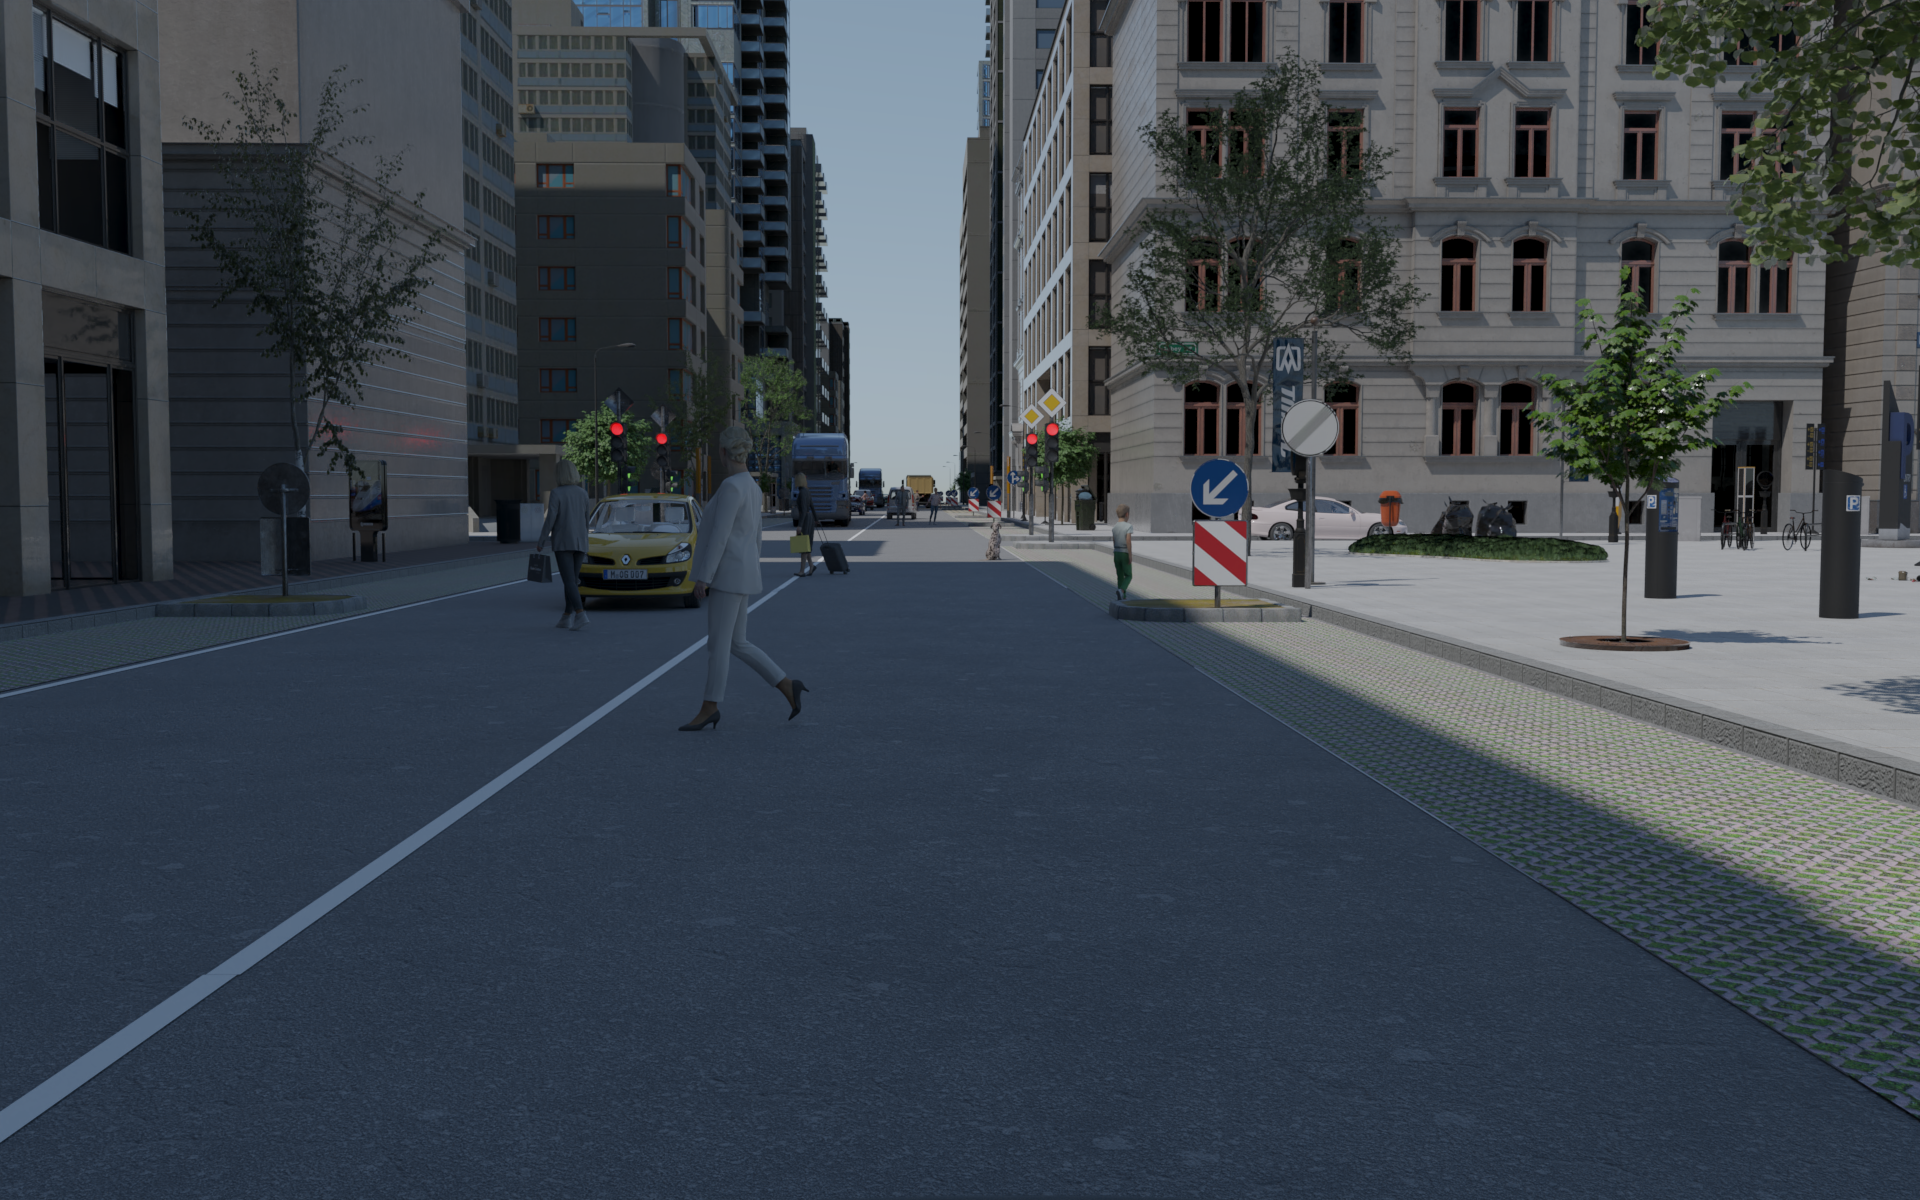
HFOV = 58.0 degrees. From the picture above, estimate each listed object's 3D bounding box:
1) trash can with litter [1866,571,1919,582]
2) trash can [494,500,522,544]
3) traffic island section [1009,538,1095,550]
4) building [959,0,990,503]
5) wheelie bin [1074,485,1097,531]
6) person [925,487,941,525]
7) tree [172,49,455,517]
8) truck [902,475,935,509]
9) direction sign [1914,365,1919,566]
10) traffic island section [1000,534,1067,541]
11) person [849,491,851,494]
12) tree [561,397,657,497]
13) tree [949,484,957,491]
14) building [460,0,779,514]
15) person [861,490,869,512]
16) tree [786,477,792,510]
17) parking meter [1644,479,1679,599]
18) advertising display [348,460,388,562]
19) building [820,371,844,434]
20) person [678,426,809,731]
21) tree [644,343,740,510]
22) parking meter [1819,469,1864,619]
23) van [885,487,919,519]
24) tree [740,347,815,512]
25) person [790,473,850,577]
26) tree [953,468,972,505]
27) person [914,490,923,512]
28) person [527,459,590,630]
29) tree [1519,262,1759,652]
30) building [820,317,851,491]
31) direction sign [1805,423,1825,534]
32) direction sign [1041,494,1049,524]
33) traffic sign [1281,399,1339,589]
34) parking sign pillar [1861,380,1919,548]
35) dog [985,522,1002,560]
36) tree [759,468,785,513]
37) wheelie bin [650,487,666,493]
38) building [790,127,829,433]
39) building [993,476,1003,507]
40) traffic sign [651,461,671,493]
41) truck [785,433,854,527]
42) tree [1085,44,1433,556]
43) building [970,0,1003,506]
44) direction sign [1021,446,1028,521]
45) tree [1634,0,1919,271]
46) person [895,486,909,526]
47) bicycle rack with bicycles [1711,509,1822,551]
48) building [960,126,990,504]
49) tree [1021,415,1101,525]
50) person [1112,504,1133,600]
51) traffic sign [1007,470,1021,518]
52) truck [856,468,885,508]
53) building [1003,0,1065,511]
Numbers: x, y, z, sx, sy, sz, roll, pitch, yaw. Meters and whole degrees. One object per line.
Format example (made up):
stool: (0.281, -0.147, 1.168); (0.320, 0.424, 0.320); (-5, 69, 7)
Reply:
trash can with litter: (14.496, -0.867, 25.231); (2.233, 1.210, 1.678); (3, 5, 43)
trash can: (-11.714, -2.035, 44.927); (0.748, 1.137, 0.748); (0, 3, 0)
traffic island section: (2.447, -1.451, 46.010); (2.009, 0.180, 2.903); (0, 4, -1)
building: (11.398, -57.325, 249.927); (22.319, 86.520, 31.000); (0, 4, -1)
wheelie bin: (4.400, -3.239, 60.870); (0.693, 1.594, 0.980); (-1, 4, -20)
person: (-1.306, -4.418, 81.411); (0.731, 1.740, 0.598); (-2, 4, -26)
tree: (-11.118, -4.851, 29.671); (4.360, 8.622, 3.978); (0, 3, 0)
truck: (-4.073, -10.852, 173.349); (3.469, 3.379, 9.791); (0, 4, -3)
direction sign: (17.209, -2.370, 30.741); (0.876, 3.537, 0.379); (-2, 4, -33)
traffic island section: (2.245, -1.940, 53.992); (2.009, 0.180, 2.903); (0, 4, -1)
person: (-12.671, -11.681, 199.452); (1.348, 1.831, 0.705); (1, 4, 21)
tree: (-11.777, -4.576, 58.527); (4.285, 4.588, 4.351); (0, 3, 0)
tree: (-0.910, -17.054, 273.426); (1.663, 3.219, 1.824); (0, 3, 0)
building: (-31.364, -27.397, 139.815); (32.217, 40.220, 23.993); (0, 4, -1)
person: (-7.709, -7.968, 139.488); (0.721, 1.736, 1.217); (2, 4, 31)
tree: (-13.613, -9.015, 142.004); (1.663, 3.219, 1.824); (0, 3, 0)
parking meter: (8.629, -0.788, 21.295); (0.372, 1.533, 0.369); (0, 3, 0)
advertising display: (-11.215, -1.689, 32.824); (0.974, 1.923, 0.123); (2, 4, 32)
building: (-31.660, -25.243, 257.764); (27.650, 21.520, 28.899); (0, 4, -1)
person: (-1.318, -0.134, 10.562); (0.818, 1.842, 0.514); (-1, 4, -13)
tree: (-12.715, -8.136, 83.390); (4.737, 8.622, 4.395); (0, 3, 0)
parking meter: (9.105, -0.580, 17.901); (0.372, 1.533, 0.369); (0, 3, 0)
van: (-3.355, -5.670, 99.715); (2.013, 2.044, 4.112); (0, 4, 0)
tree: (-14.088, -12.116, 123.852); (9.928, 11.665, 9.643); (0, 3, 0)
person: (-2.484, -1.324, 30.364); (0.699, 1.804, 1.509); (3, 5, 40)
tree: (0.730, -13.983, 212.335); (4.285, 4.588, 4.351); (0, 3, 0)
person: (-3.377, -8.143, 142.174); (0.750, 1.759, 0.617); (-1, 4, -21)
person: (-4.193, -0.588, 18.305); (0.728, 1.800, 0.709); (3, 5, 44)
tree: (5.596, -1.226, 14.644); (1.663, 3.219, 1.824); (0, 3, 0)
building: (-24.969, -31.035, 279.130); (14.160, 30.474, 14.107); (0, 4, -1)
direction sign: (27.464, -3.895, 55.673); (0.876, 3.537, 0.379); (-2, 4, -27)
direction sign: (3.670, -5.050, 74.560); (0.876, 3.537, 0.379); (0, 4, 5)
traffic sign: (4.709, -1.423, 23.375); (0.768, 2.556, 0.104); (0, 4, 7)
parking sign pillar: (22.471, -3.246, 41.544); (1.447, 3.967, 1.447); (3, 5, 40)
dog: (0.630, -1.269, 37.578); (0.800, 0.831, 0.513); (-2, 4, -34)
tree: (-13.408, -7.575, 118.450); (1.663, 3.219, 1.824); (0, 3, 0)
wheelie bin: (-13.888, -4.374, 79.426); (0.980, 1.594, 0.693); (1, 4, 19)
building: (-28.801, -37.172, 227.365); (23.786, 49.044, 30.456); (0, 4, -1)
building: (19.383, -29.347, 171.698); (32.217, 40.220, 23.993); (0, 4, -1)
traffic sign: (-11.139, -3.937, 64.480); (0.768, 2.556, 0.104); (0, 4, 3)
truck: (-6.475, -5.684, 82.692); (2.967, 4.110, 18.799); (0, 4, -3)
tree: (6.199, -6.182, 35.494); (7.601, 10.594, 8.767); (-1, 4, -17)
building: (11.755, -46.152, 192.836); (20.563, 71.187, 20.611); (0, 4, -1)
direction sign: (3.071, -5.522, 82.277); (0.379, 3.537, 0.876); (-1, 4, -11)
tree: (6.569, -5.437, 7.023); (7.486, 12.596, 7.792); (0, 3, 0)
person: (-2.632, -4.263, 78.304); (0.635, 1.810, 0.391); (0, 4, -2)
bicycle rack with bicycles: (18.597, -1.629, 40.009); (2.852, 0.926, 2.925); (3, 4, 38)
building: (11.268, -36.750, 224.563); (21.300, 48.544, 21.600); (0, 4, -1)
tree: (4.163, -5.384, 71.749); (4.285, 4.588, 4.351); (0, 3, 0)
person: (2.094, -0.588, 22.368); (0.306, 1.304, 0.590); (1, 4, 20)
traffic sign: (2.910, -5.709, 93.453); (0.768, 2.556, 0.104); (0, 4, -1)
truck: (-9.442, -12.020, 186.290); (2.967, 4.110, 18.799); (0, 4, -1)
building: (14.097, -36.877, 144.943); (21.231, 58.520, 28.212); (0, 4, -1)
